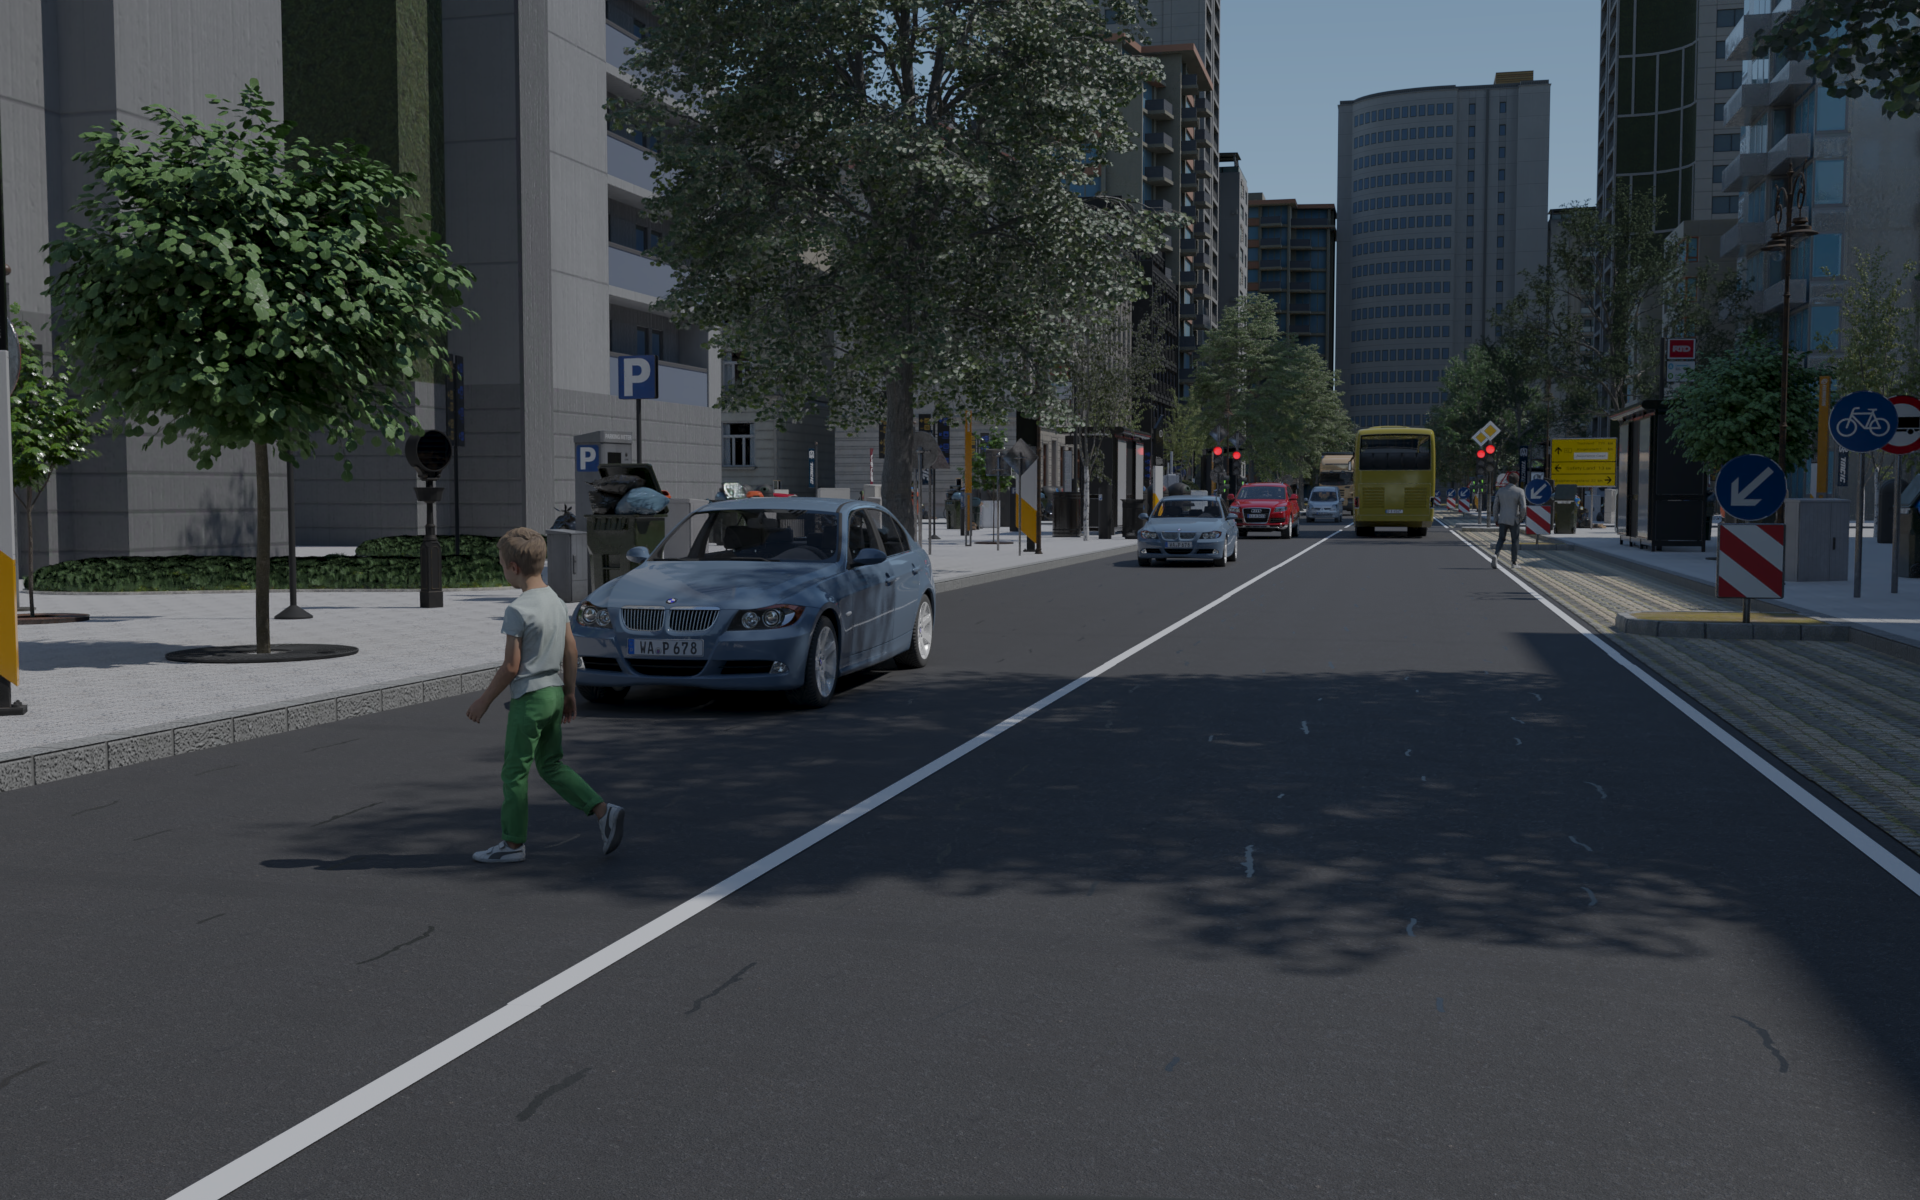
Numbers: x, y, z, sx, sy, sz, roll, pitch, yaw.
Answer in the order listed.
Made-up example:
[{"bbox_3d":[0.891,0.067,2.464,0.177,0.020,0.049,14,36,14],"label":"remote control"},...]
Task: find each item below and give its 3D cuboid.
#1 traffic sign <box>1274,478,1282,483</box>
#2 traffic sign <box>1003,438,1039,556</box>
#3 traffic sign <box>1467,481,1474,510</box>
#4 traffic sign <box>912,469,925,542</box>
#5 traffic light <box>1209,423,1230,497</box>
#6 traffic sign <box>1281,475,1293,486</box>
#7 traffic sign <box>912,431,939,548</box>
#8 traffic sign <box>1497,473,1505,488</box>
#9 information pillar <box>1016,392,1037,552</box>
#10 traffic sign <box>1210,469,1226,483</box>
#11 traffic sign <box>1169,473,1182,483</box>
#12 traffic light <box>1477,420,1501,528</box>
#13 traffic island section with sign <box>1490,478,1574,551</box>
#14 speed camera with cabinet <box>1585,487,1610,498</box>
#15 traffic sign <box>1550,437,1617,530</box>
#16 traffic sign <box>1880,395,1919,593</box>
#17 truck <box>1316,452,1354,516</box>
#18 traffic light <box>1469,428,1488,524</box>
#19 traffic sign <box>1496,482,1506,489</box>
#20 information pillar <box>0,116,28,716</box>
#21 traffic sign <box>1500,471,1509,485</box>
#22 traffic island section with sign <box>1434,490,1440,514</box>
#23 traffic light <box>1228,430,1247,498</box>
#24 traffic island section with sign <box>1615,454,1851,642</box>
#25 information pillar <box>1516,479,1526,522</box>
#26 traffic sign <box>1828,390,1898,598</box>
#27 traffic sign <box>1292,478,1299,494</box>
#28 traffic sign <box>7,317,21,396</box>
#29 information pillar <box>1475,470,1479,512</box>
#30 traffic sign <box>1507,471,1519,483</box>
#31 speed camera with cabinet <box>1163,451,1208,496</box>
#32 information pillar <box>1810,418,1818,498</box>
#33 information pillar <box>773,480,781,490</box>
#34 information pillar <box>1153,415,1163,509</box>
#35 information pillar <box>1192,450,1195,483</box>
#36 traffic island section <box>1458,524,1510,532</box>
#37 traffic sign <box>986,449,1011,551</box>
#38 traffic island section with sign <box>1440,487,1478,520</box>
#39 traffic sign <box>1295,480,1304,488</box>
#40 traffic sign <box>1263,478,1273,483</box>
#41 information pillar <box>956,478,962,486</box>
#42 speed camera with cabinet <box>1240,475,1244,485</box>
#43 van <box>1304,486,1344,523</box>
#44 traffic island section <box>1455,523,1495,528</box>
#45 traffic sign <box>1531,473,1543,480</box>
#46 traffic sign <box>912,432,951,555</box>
[{"bbox_3d":[25.340,-8.414,137.671,0.768,2.556,0.104,2,4,23],"label":"traffic sign"},{"bbox_3d":[1.243,-2.122,35.882,0.795,2.450,0.064,2,4,23],"label":"traffic sign"},{"bbox_3d":[40.823,-8.437,137.949,0.884,2.594,0.081,1,4,15],"label":"traffic sign"},{"bbox_3d":[-1.050,-2.487,40.769,0.768,2.556,0.104,1,4,16],"label":"traffic sign"},{"bbox_3d":[10.266,-4.879,68.698,0.839,4.253,0.868,1,4,14],"label":"traffic light"},{"bbox_3d":[21.292,-6.890,112.762,0.768,2.556,0.104,1,4,16],"label":"traffic sign"},{"bbox_3d":[-0.809,-2.141,35.116,0.768,2.556,0.104,1,4,18],"label":"traffic sign"},{"bbox_3d":[33.367,-6.505,106.463,0.768,2.556,0.104,1,4,23],"label":"traffic sign"},{"bbox_3d":[1.488,-2.871,38.292,0.504,3.616,0.183,0,4,1],"label":"information pillar"},{"bbox_3d":[11.963,-4.907,80.337,0.768,2.556,0.104,1,4,21],"label":"traffic sign"},{"bbox_3d":[10.256,-4.921,82.581,0.606,2.300,0.079,1,4,22],"label":"traffic sign"},{"bbox_3d":[20.212,-4.725,66.180,0.839,4.253,0.868,1,4,14],"label":"traffic light"},{"bbox_3d":[14.769,-2.210,44.760,1.989,1.847,2.006,1,4,14],"label":"traffic island section with sign"},{"bbox_3d":[36.456,-6.483,100.338,2.038,3.252,0.660,0,4,-3],"label":"speed camera with cabinet"},{"bbox_3d":[22.509,-4.202,62.583,2.265,3.308,0.079,1,4,21],"label":"traffic sign"},{"bbox_3d":[12.097,-1.360,22.344,0.768,2.556,0.104,1,4,17],"label":"traffic sign"},{"bbox_3d":[26.036,-7.899,118.054,2.839,4.237,11.283,1,4,16],"label":"truck"},{"bbox_3d":[22.191,-5.199,73.917,0.839,4.253,0.868,1,4,14],"label":"traffic light"},{"bbox_3d":[39.252,-7.704,125.968,0.884,2.594,0.081,1,4,17],"label":"traffic sign"},{"bbox_3d":[-5.697,-1.136,9.923,0.504,3.616,0.183,-1,4,-21],"label":"information pillar"},{"bbox_3d":[30.539,-5.907,96.588,0.884,2.594,0.081,1,4,17],"label":"traffic sign"},{"bbox_3d":[35.108,-7.074,124.286,1.989,1.847,2.006,1,4,14],"label":"traffic island section with sign"},{"bbox_3d":[12.244,-5.353,76.435,0.839,4.253,0.868,1,4,14],"label":"traffic light"},{"bbox_3d":[7.886,-0.565,17.872,1.989,1.847,2.006,1,4,14],"label":"traffic island section with sign"},{"bbox_3d":[25.846,-4.607,79.809,0.304,2.012,0.304,-3,4,-36],"label":"information pillar"},{"bbox_3d":[11.121,-1.302,21.392,0.768,2.556,0.104,1,4,21],"label":"traffic sign"},{"bbox_3d":[27.387,-8.614,140.940,0.768,2.556,0.104,1,4,22],"label":"traffic sign"},{"bbox_3d":[-6.433,-0.684,11.286,0.768,2.556,0.104,1,4,17],"label":"traffic sign"},{"bbox_3d":[36.871,-8.075,123.382,0.183,3.616,0.504,-1,4,-14],"label":"information pillar"},{"bbox_3d":[30.473,-5.825,95.339,0.768,2.556,0.104,1,4,22],"label":"traffic sign"},{"bbox_3d":[10.472,-5.280,80.662,2.038,3.252,0.660,0,4,-7],"label":"speed camera with cabinet"},{"bbox_3d":[23.155,-3.385,46.699,0.183,3.616,0.504,-1,4,-13],"label":"information pillar"},{"bbox_3d":[-9.704,-5.352,92.004,0.304,2.012,0.304,2,4,27],"label":"information pillar"},{"bbox_3d":[5.861,-3.661,51.216,0.183,3.616,0.504,2,4,34],"label":"information pillar"},{"bbox_3d":[12.526,-6.214,92.960,0.183,3.616,0.504,0,4,0],"label":"information pillar"},{"bbox_3d":[20.248,-2.691,66.284,2.009,0.180,2.903,1,4,14],"label":"traffic island section"},{"bbox_3d":[0.864,-2.266,39.174,0.606,2.300,0.079,1,4,18],"label":"traffic sign"},{"bbox_3d":[28.339,-5.457,97.853,1.989,1.847,2.006,1,4,14],"label":"traffic island section with sign"},{"bbox_3d":[27.291,-8.454,139.410,0.795,2.450,0.064,1,4,18],"label":"traffic sign"},{"bbox_3d":[24.786,-8.524,139.474,0.768,2.556,0.104,1,4,16],"label":"traffic sign"},{"bbox_3d":[-0.051,-4.628,80.164,0.304,2.012,0.304,0,4,1],"label":"information pillar"},{"bbox_3d":[18.724,-7.327,114.125,2.038,3.252,0.660,-3,5,-43],"label":"speed camera with cabinet"},{"bbox_3d":[18.624,-4.980,88.438,2.013,2.044,4.112,1,4,15],"label":"van"},{"bbox_3d":[22.227,-3.165,74.021,2.009,0.180,2.903,1,4,14],"label":"traffic island section"},{"bbox_3d":[27.501,-4.921,82.584,0.606,2.300,0.079,1,4,21],"label":"traffic sign"},{"bbox_3d":[-0.634,-2.232,36.497,0.884,2.594,0.081,1,4,15],"label":"traffic sign"}]
